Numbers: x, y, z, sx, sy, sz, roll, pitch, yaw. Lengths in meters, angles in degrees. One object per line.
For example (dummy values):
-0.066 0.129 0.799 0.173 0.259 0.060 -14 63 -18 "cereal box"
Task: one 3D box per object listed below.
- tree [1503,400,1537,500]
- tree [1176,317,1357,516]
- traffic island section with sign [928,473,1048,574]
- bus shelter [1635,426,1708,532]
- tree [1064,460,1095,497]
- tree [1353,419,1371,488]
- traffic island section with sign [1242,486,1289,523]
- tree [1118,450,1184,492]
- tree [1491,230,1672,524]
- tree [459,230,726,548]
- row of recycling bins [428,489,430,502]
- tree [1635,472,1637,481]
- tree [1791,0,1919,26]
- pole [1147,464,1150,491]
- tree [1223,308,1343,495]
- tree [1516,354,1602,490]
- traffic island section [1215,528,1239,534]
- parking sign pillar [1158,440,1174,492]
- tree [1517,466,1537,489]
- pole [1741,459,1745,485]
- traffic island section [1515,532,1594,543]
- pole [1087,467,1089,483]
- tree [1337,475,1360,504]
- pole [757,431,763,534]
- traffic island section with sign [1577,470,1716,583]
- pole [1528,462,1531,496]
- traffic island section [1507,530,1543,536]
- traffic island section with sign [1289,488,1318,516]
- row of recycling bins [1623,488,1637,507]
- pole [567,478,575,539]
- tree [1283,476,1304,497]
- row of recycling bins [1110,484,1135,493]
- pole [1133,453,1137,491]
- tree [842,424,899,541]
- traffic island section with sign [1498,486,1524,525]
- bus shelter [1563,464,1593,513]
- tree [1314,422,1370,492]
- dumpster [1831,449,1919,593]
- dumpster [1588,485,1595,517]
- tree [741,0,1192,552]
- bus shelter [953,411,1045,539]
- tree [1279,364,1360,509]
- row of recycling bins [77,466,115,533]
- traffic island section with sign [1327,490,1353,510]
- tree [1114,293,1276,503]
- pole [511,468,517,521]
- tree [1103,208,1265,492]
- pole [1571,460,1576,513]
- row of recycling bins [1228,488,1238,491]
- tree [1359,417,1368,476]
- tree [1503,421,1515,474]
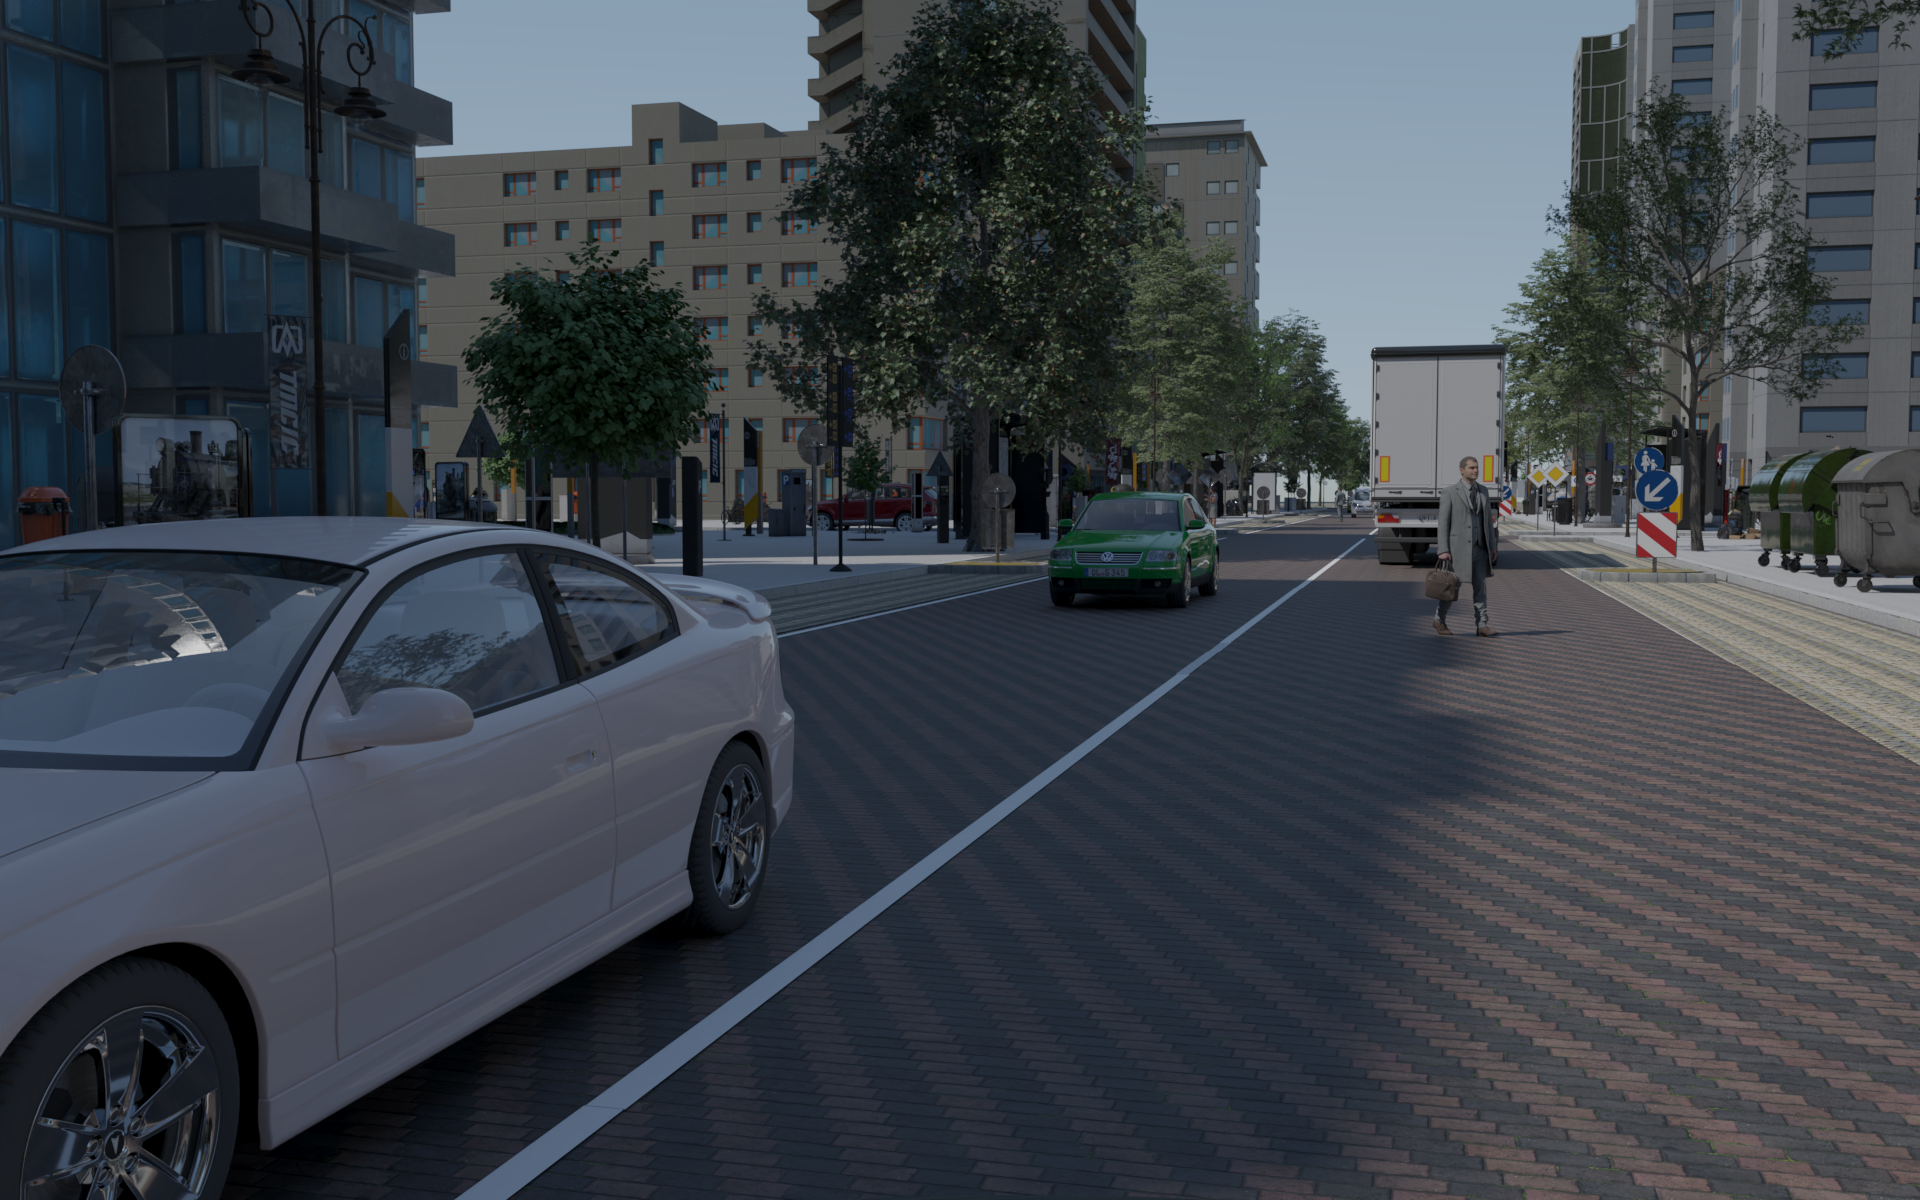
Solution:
42.994 -11.334 135.676 4.737 8.622 4.395 0 3 0 "tree"
16.644 -10.842 103.016 9.928 11.665 9.643 0 3 0 "tree"
0.621 -1.410 31.674 1.989 1.847 2.006 1 4 15 "traffic island section with sign"
25.475 -4.336 62.175 1.731 3.624 6.357 1 4 15 "bus shelter"
6.709 -6.168 95.444 1.663 3.219 1.824 0 3 0 "tree"
66.822 -23.455 290.146 9.857 13.997 8.962 0 3 0 "tree"
14.937 -4.675 85.057 1.989 1.847 2.006 1 4 15 "traffic island section with sign"
13.108 -8.703 126.008 4.285 4.588 4.351 0 3 0 "tree"
26.515 -9.587 74.870 7.486 12.596 7.792 0 3 0 "tree"
-4.599 -2.331 21.818 4.285 4.588 4.351 0 3 0 "tree"
-43.178 -8.404 144.525 1.069 1.692 3.534 3 4 39 "row of recycling bins"
49.509 -8.156 127.957 1.663 3.219 1.824 0 3 0 "tree"
9.123 -4.652 10.470 7.601 10.594 8.767 -3 5 -45 "tree"
12.598 -7.463 115.866 0.158 3.312 0.155 0 3 0 "pole"
21.776 -13.073 120.403 9.857 13.997 8.962 0 3 0 "tree"
30.318 -8.385 87.465 4.360 8.622 3.978 0 3 0 "tree"
9.078 -2.506 63.249 2.009 0.180 2.903 1 4 15 "traffic island section"
10.411 -6.045 87.309 1.447 3.967 1.447 2 4 25 "parking sign pillar"
39.396 -7.732 121.019 1.663 3.219 1.824 0 3 0 "tree"
44.917 -6.458 99.434 0.158 3.312 0.155 0 3 0 "pole"
18.062 -1.853 52.579 2.009 0.180 2.903 1 4 15 "traffic island section"
8.678 -7.565 117.537 0.158 3.312 0.155 0 3 0 "pole"
52.260 -15.258 233.176 4.285 4.588 4.351 0 3 0 "tree"
-6.450 -3.788 55.775 0.158 3.312 0.155 0 3 0 "pole"
11.364 -1.233 28.795 1.989 1.847 2.006 1 4 15 "traffic island section with sign"
35.817 -7.048 109.073 0.158 3.312 0.155 0 3 0 "pole"
20.129 -2.325 60.293 2.009 0.180 2.903 1 4 15 "traffic island section"
22.004 -6.287 111.413 1.989 1.847 2.006 1 4 15 "traffic island section with sign"
43.007 -6.362 111.135 1.069 1.692 3.534 2 4 23 "row of recycling bins"
-10.961 -3.356 48.715 0.158 3.312 0.155 0 3 0 "pole"
27.270 -9.064 142.798 1.663 3.219 1.824 0 3 0 "tree"
6.636 -3.874 70.445 1.069 1.692 3.534 0 4 3 "row of recycling bins"
8.709 -5.655 86.306 0.158 3.312 0.155 0 3 0 "pole"
-2.482 -3.250 47.739 1.663 3.219 1.824 0 3 0 "tree"
25.582 -4.477 81.826 1.989 1.847 2.006 1 4 15 "traffic island section with sign"
41.612 -7.561 117.543 2.014 3.302 5.546 1 4 15 "bus shelter"
46.273 -16.913 210.947 7.601 10.594 8.767 -2 4 -35 "tree"
12.436 -1.054 22.999 1.264 1.857 1.865 1 4 15 "dumpster"
35.886 -5.581 97.006 1.264 1.857 1.865 1 4 15 "dumpster"
0.446 -7.420 38.325 9.611 12.733 9.660 0 3 0 "tree"
1.400 -3.700 51.771 1.731 3.624 6.357 1 4 15 "bus shelter"
30.043 -14.240 150.947 7.486 12.596 7.792 0 3 0 "tree"
-12.767 -1.203 26.787 1.069 1.692 3.534 -1 4 -13 "row of recycling bins"
34.929 -9.237 159.646 1.989 1.847 2.006 1 4 15 "traffic island section with sign"
10.654 -8.854 79.173 8.767 10.594 7.601 2 4 27 "tree"
-18.462 -4.759 71.651 0.158 3.312 0.155 0 3 0 "pole"
8.290 -9.268 69.654 7.486 12.596 7.792 0 3 0 "tree"
37.183 -6.797 104.966 0.158 3.312 0.155 0 3 0 "pole"
18.605 -7.020 121.889 1.069 1.692 3.534 -1 4 -17 "row of recycling bins"
49.368 -18.798 225.468 7.486 12.596 7.792 0 3 0 "tree"
47.445 -12.261 150.828 4.360 8.622 3.978 0 3 0 "tree"
